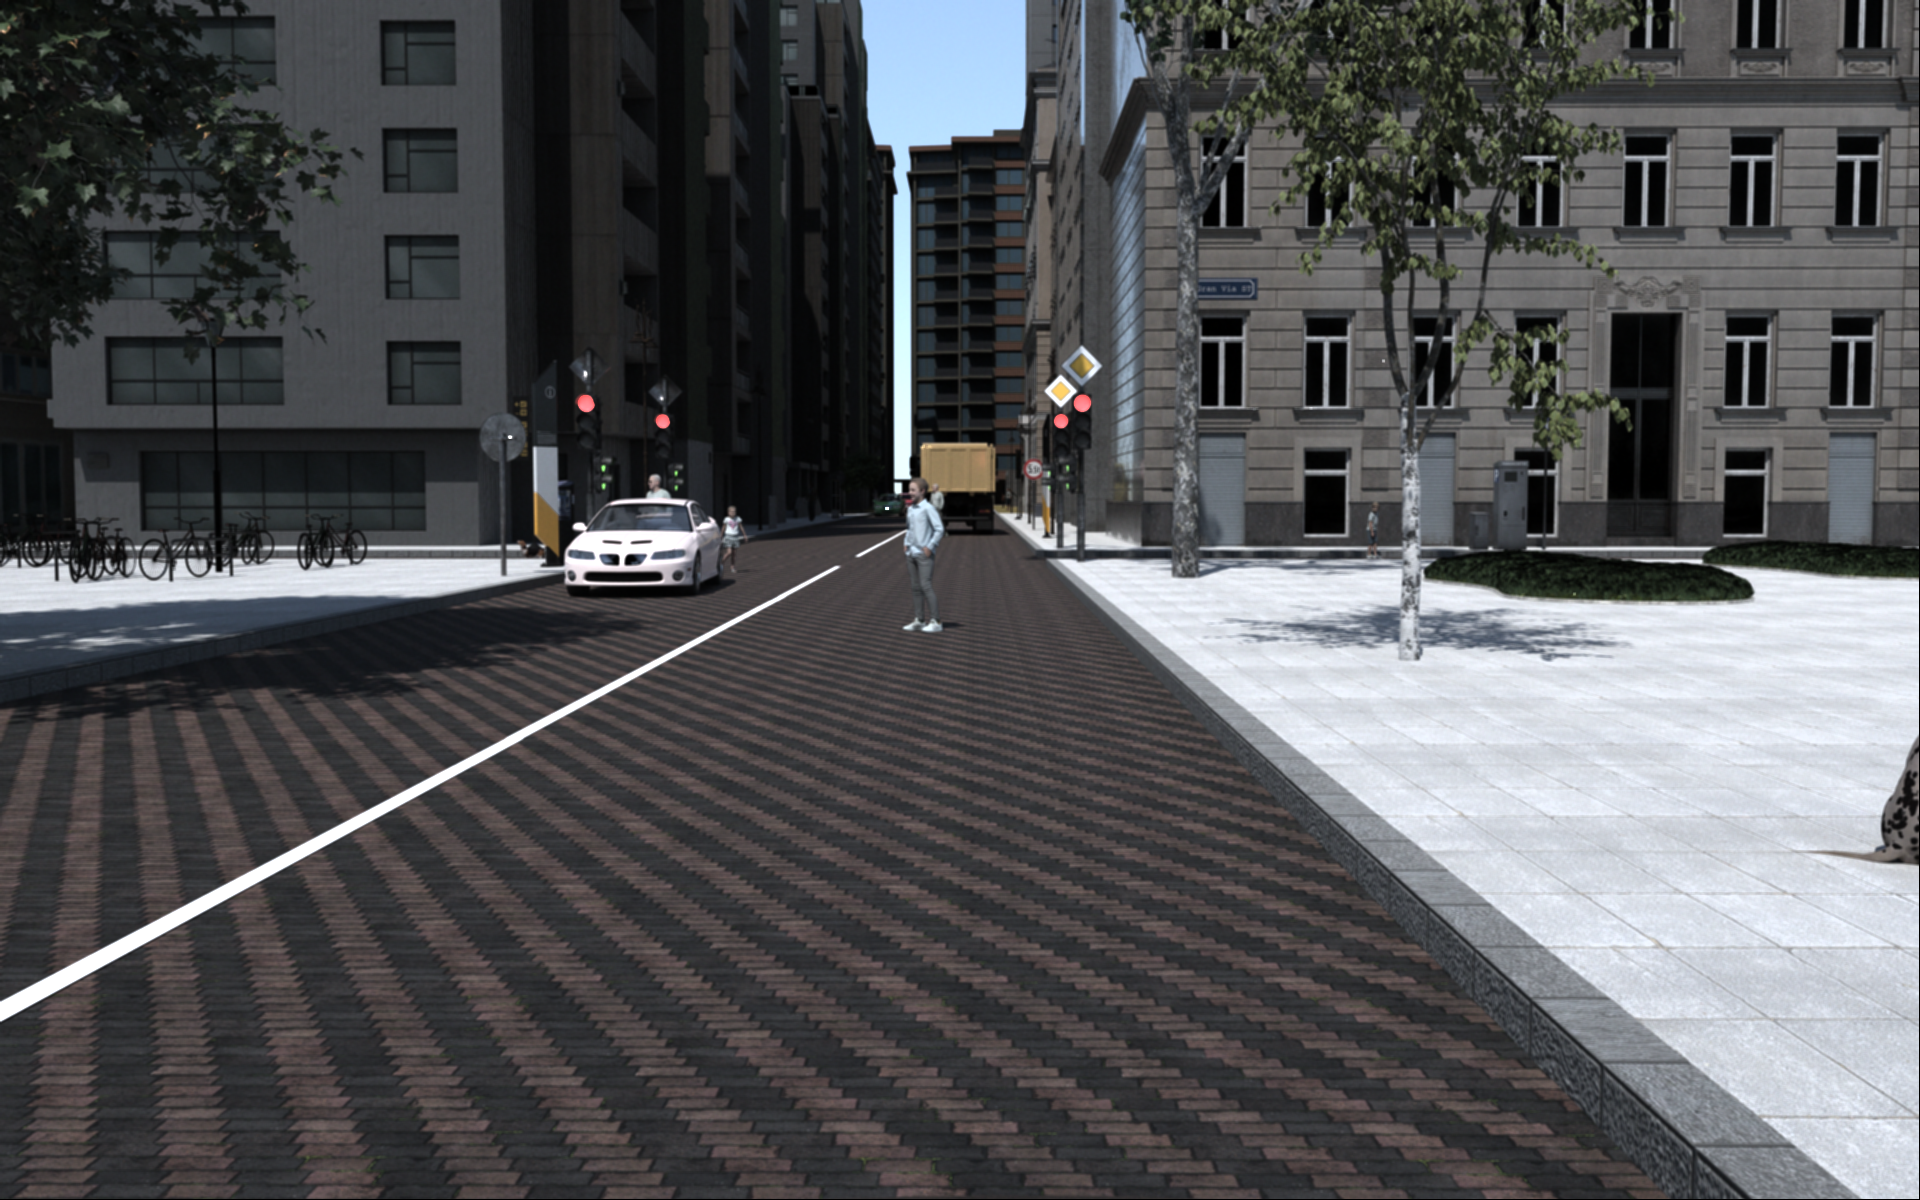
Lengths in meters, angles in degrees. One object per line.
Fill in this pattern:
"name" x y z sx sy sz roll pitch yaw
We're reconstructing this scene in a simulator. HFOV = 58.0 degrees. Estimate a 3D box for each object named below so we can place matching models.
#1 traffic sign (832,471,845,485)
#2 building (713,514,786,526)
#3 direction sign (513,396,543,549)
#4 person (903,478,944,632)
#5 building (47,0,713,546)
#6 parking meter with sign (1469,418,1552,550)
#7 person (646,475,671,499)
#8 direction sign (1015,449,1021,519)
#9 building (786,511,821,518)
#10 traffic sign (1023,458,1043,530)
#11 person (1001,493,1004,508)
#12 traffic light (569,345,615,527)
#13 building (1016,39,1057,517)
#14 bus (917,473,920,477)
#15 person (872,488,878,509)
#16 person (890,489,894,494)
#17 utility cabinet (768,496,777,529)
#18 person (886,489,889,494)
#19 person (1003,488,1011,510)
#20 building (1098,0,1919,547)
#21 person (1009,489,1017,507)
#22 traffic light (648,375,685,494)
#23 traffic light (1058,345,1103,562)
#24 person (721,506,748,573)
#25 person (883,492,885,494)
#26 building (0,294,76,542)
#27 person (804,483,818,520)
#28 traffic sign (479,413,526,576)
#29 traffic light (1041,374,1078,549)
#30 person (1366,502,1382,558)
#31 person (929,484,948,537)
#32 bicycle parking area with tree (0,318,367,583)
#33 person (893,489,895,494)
"traffic sign" -6.583 -5.730 93.795 0.768 2.556 0.104 1 4 9
"building" -14.867 -23.604 69.518 14.154 41.232 14.086 0 4 0
"direction sign" -9.869 -2.940 40.073 0.876 3.537 0.379 0 4 -2
"person" -0.419 -0.480 18.163 0.330 1.601 0.589 -2 4 -30
"building" -14.984 -16.886 47.792 14.160 30.474 14.107 0 4 0
"parking meter with sign" 12.650 -2.666 39.844 1.738 3.016 0.543 0 4 -2
"person" -5.240 -1.277 29.859 0.782 1.767 0.515 2 4 30
"direction sign" 2.952 -5.867 87.924 0.379 3.537 0.876 1 4 16
"building" -24.613 -24.792 97.237 32.217 40.220 23.993 0 4 0
"traffic sign" 2.640 -3.781 61.931 0.768 2.556 0.104 0 4 1
"person" 4.055 -9.420 163.327 0.557 1.426 1.065 1 4 17
"traffic light" -6.987 -2.684 32.800 0.839 4.253 0.868 0 4 0
"building" 10.499 -19.558 105.684 13.634 28.700 20.117 0 4 0
"bus" -3.084 -11.339 176.946 2.896 3.916 12.252 0 3 0
"person" -6.674 -7.883 135.590 0.551 1.740 0.621 3 5 42
"person" -6.607 -9.870 167.432 0.705 1.821 1.348 -2 4 -25
"utility cabinet" -6.853 -3.198 63.455 0.306 1.237 1.020 0 4 -5
"person" -7.108 -9.943 169.281 0.621 1.740 0.551 0 4 -3
"person" 3.740 -7.961 136.988 0.721 1.735 1.217 -2 4 -24
"building" 16.572 -15.261 46.781 25.104 27.353 12.463 0 4 0
"person" 5.012 -10.056 170.487 1.348 1.821 0.705 -1 4 -9
"traffic light" -6.919 -3.172 40.785 0.839 4.253 0.868 0 4 0
"traffic light" 2.274 -2.680 32.738 0.839 4.253 0.868 0 4 0
"person" -4.158 -1.114 31.729 0.505 1.210 0.382 -2 4 -27
"person" -6.281 -8.161 142.669 0.628 1.438 0.799 -2 4 -34
"building" -36.034 -26.187 51.857 21.600 48.544 21.300 0 4 0
"person" -7.473 -4.950 86.883 0.656 1.842 0.836 -1 4 -11
"traffic sign" -7.162 -1.652 27.117 0.768 2.556 0.104 0 4 7
"traffic light" 2.342 -3.168 40.722 0.839 4.253 0.868 0 4 0
"person" 9.227 -1.554 38.586 0.332 1.250 0.352 -1 4 -14
"person" -0.807 -2.985 57.798 0.782 1.767 0.515 3 5 40
"bicycle parking area with tree" -14.834 -2.536 28.468 8.231 4.147 9.016 1 4 18
"person" -7.164 -10.984 185.710 0.705 1.814 1.350 -1 4 -22
